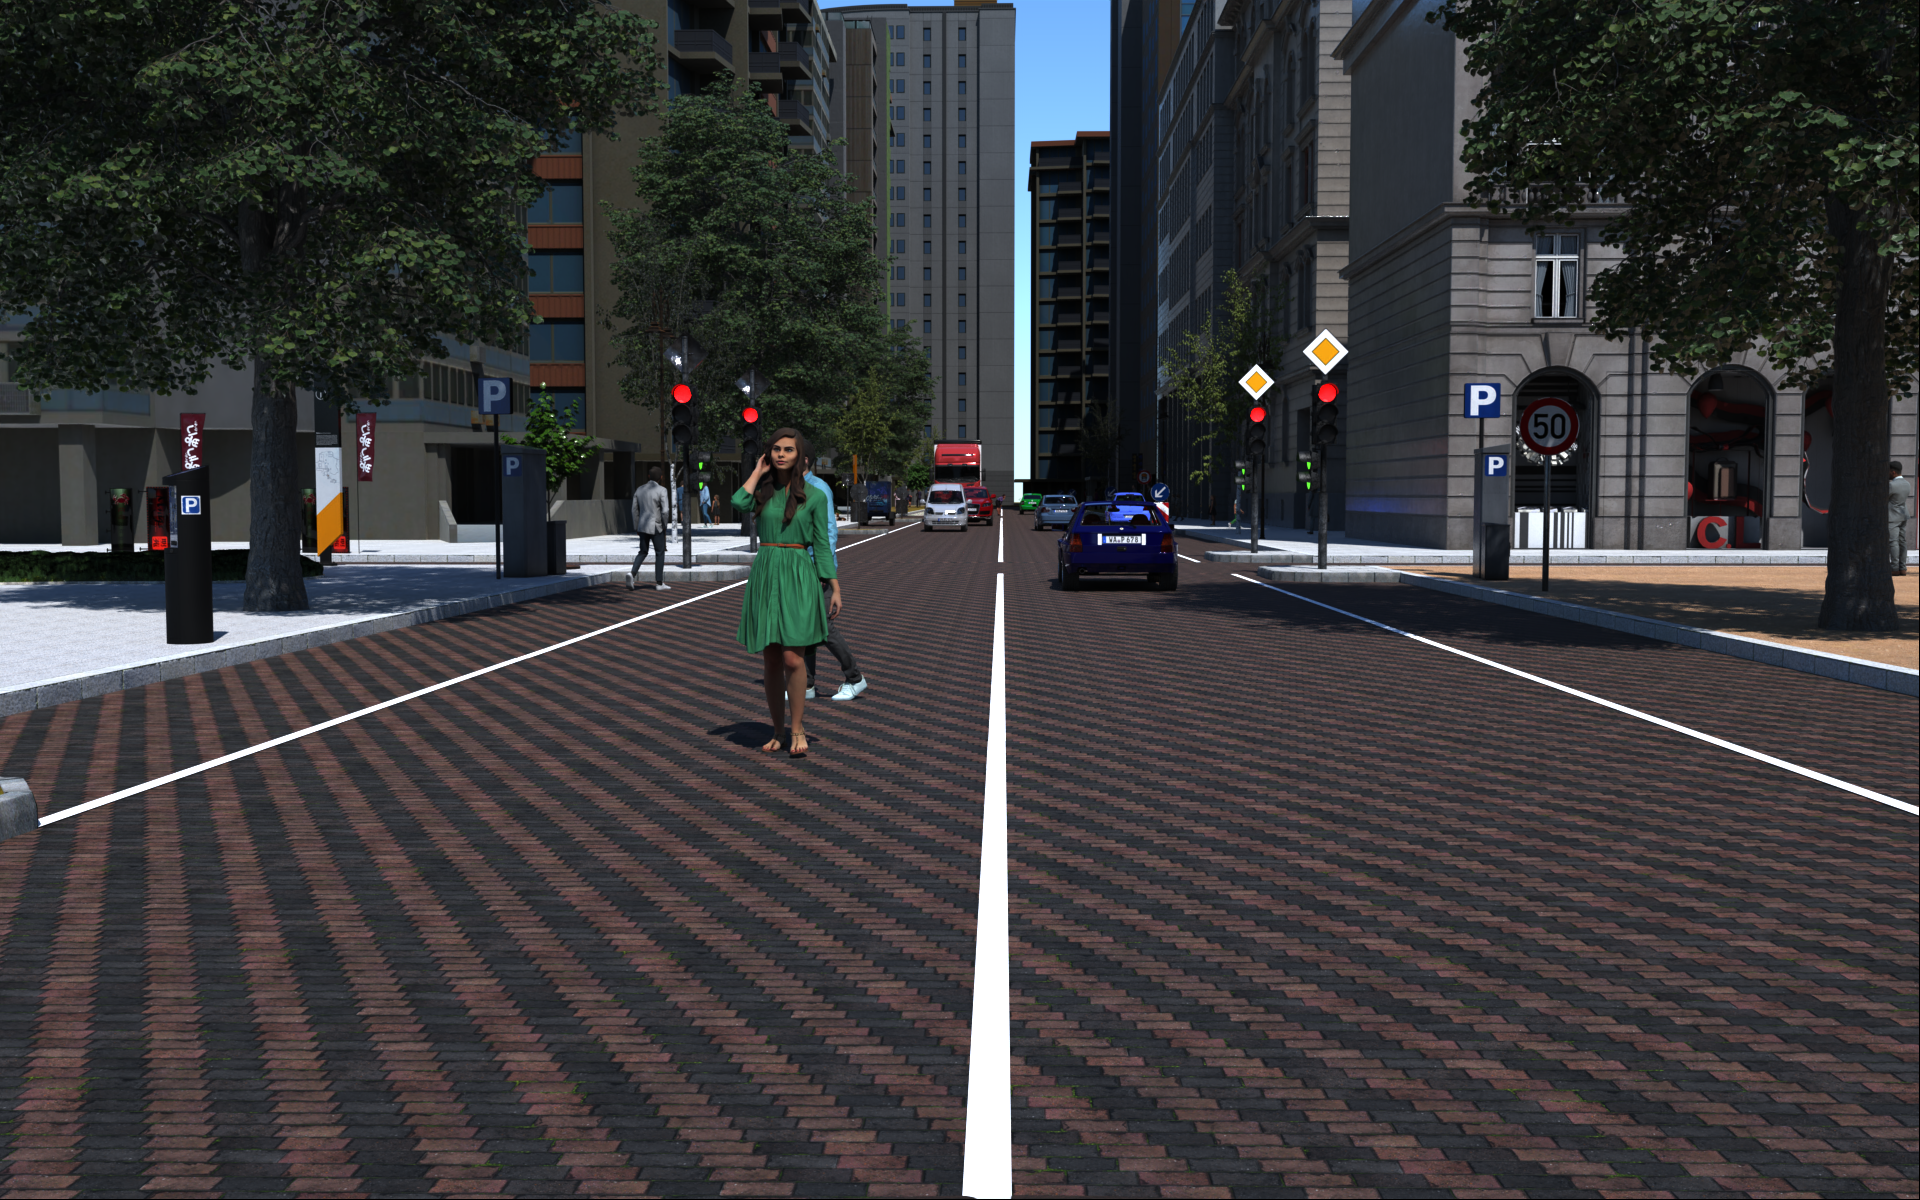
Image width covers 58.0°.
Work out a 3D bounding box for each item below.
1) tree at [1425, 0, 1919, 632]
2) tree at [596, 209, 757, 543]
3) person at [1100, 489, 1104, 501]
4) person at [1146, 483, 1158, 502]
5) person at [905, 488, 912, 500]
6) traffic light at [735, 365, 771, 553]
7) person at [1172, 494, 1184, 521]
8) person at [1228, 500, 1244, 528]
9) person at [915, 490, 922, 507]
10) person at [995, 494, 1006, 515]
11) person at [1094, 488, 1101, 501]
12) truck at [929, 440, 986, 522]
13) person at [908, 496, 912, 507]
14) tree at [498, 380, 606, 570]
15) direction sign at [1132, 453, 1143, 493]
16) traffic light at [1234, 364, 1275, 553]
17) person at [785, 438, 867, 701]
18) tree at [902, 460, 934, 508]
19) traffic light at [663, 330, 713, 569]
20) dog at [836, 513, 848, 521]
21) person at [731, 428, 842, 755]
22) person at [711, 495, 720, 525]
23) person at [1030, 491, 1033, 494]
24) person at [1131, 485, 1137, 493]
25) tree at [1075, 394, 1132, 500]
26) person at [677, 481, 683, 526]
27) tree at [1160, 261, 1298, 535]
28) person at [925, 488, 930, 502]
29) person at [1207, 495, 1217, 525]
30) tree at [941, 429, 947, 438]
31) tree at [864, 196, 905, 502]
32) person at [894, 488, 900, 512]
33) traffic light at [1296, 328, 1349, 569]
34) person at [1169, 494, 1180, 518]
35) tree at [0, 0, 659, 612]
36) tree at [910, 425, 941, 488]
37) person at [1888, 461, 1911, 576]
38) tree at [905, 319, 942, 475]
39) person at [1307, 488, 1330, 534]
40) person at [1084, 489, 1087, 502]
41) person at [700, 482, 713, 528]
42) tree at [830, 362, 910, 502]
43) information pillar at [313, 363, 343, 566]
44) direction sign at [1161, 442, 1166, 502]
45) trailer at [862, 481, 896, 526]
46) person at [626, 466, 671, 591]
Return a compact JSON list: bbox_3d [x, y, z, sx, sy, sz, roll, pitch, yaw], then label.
[{"bbox_3d":[8.547,-6.685,15.961,9.857,13.997,8.962,0,3,0],"label":"tree"},{"bbox_3d":[-7.372,-5.770,44.710,4.360,8.622,3.978,0,3,0],"label":"tree"},{"bbox_3d":[12.010,-8.529,146.214,0.721,1.735,1.217,0,4,-7],"label":"person"},{"bbox_3d":[10.013,-5.238,91.468,0.755,1.850,0.659,-1,4,-12],"label":"person"},{"bbox_3d":[-4.080,-7.976,136.891,0.568,1.767,0.683,-1,4,-12],"label":"person"},{"bbox_3d":[-4.491,-2.984,37.717,0.839,4.253,0.868,0,4,1],"label":"traffic light"},{"bbox_3d":[10.333,-4.385,82.003,0.640,1.303,0.475,2,4,29],"label":"person"},{"bbox_3d":[10.289,-3.317,64.519,0.590,1.304,0.306,0,4,3],"label":"person"},{"bbox_3d":[-4.268,-10.374,176.114,0.683,1.767,0.568,-3,5,-42],"label":"person"},{"bbox_3d":[2.714,-6.359,115.702,0.697,1.427,0.421,2,4,24],"label":"person"},{"bbox_3d":[11.101,-8.155,140.055,0.721,1.739,1.217,2,4,30],"label":"person"},{"bbox_3d":[-0.110,-6.282,91.619,2.839,4.237,11.283,0,4,0],"label":"truck"},{"bbox_3d":[-5.081,-9.893,171.023,0.697,1.427,0.421,0,4,-5],"label":"person"},{"bbox_3d":[-7.174,-2.145,29.675,1.663,3.219,1.824,0,3,0],"label":"tree"},{"bbox_3d":[9.877,-6.390,96.480,0.379,3.537,0.876,-2,4,-34],"label":"direction sign"},{"bbox_3d":[6.367,-2.969,37.470,0.839,4.253,0.868,0,4,1],"label":"traffic light"},{"bbox_3d":[-0.974,-0.216,12.056,0.620,1.820,0.660,-2,4,-32],"label":"person"},{"bbox_3d":[-4.051,-10.938,162.544,4.285,4.588,4.351,0,3,0],"label":"tree"},{"bbox_3d":[-4.685,-2.496,29.734,0.839,4.253,0.868,0,4,1],"label":"traffic light"},{"bbox_3d":[-5.708,-3.969,82.631,0.550,0.427,0.748,-3,4,-37],"label":"dog"},{"bbox_3d":[-0.953,-0.050,9.559,0.600,1.795,0.529,0,4,-5],"label":"person"},{"bbox_3d":[-10.094,-3.719,71.515,0.362,1.253,0.373,-3,5,-39],"label":"person"},{"bbox_3d":[7.804,-10.941,187.400,0.705,1.822,1.348,2,4,32],"label":"person"},{"bbox_3d":[9.850,-5.647,98.478,0.767,1.812,0.694,-1,4,-16],"label":"person"},{"bbox_3d":[10.543,-10.815,127.181,4.360,8.622,3.978,0,3,0],"label":"tree"},{"bbox_3d":[-11.234,-3.913,70.037,0.581,1.822,0.654,1,4,18],"label":"person"},{"bbox_3d":[8.707,-6.395,54.919,4.737,8.622,4.395,0,3,0],"label":"tree"},{"bbox_3d":[-2.027,-6.353,112.341,0.622,1.834,0.822,1,4,23],"label":"person"},{"bbox_3d":[10.308,-3.676,70.819,0.373,1.253,0.362,2,4,24],"label":"person"},{"bbox_3d":[-3.098,-14.133,181.438,4.737,8.622,4.395,0,3,0],"label":"tree"},{"bbox_3d":[-6.386,-8.926,52.599,9.857,13.997,8.962,0,3,0],"label":"tree"},{"bbox_3d":[-4.516,-7.191,124.281,0.551,1.740,0.621,1,4,13],"label":"person"},{"bbox_3d":[6.173,-2.481,29.487,0.839,4.253,0.868,0,4,1],"label":"traffic light"},{"bbox_3d":[11.233,-4.932,90.946,0.640,1.303,0.475,0,4,6],"label":"person"},{"bbox_3d":[-7.690,-6.862,18.854,9.857,13.997,8.962,0,3,0],"label":"tree"},{"bbox_3d":[-5.129,-12.652,157.221,4.737,8.622,4.395,0,3,0],"label":"tree"},{"bbox_3d":[14.665,-1.287,27.271,0.466,1.800,0.511,3,5,45],"label":"person"},{"bbox_3d":[-5.662,-12.325,108.162,9.857,13.997,8.962,0,3,0],"label":"tree"},{"bbox_3d":[11.353,-2.992,55.060,0.694,1.812,0.767,-1,4,-20],"label":"person"},{"bbox_3d":[12.410,-10.098,171.115,0.705,1.831,1.348,0,3,0],"label":"person"},{"bbox_3d":[-9.663,-3.642,65.860,0.793,1.790,0.793,2,4,33],"label":"person"},{"bbox_3d":[-5.391,-8.980,97.181,4.737,8.622,4.395,0,3,0],"label":"tree"},{"bbox_3d":[-11.263,-2.416,30.860,0.504,3.616,0.183,1,4,12],"label":"information pillar"},{"bbox_3d":[8.892,-5.122,75.734,0.379,3.537,0.876,0,4,-5],"label":"direction sign"},{"bbox_3d":[-3.694,-4.319,77.659,1.471,1.999,3.904,0,4,1],"label":"trailer"},{"bbox_3d":[-4.615,-1.063,25.730,0.661,1.843,0.795,2,4,26],"label":"person"}]
